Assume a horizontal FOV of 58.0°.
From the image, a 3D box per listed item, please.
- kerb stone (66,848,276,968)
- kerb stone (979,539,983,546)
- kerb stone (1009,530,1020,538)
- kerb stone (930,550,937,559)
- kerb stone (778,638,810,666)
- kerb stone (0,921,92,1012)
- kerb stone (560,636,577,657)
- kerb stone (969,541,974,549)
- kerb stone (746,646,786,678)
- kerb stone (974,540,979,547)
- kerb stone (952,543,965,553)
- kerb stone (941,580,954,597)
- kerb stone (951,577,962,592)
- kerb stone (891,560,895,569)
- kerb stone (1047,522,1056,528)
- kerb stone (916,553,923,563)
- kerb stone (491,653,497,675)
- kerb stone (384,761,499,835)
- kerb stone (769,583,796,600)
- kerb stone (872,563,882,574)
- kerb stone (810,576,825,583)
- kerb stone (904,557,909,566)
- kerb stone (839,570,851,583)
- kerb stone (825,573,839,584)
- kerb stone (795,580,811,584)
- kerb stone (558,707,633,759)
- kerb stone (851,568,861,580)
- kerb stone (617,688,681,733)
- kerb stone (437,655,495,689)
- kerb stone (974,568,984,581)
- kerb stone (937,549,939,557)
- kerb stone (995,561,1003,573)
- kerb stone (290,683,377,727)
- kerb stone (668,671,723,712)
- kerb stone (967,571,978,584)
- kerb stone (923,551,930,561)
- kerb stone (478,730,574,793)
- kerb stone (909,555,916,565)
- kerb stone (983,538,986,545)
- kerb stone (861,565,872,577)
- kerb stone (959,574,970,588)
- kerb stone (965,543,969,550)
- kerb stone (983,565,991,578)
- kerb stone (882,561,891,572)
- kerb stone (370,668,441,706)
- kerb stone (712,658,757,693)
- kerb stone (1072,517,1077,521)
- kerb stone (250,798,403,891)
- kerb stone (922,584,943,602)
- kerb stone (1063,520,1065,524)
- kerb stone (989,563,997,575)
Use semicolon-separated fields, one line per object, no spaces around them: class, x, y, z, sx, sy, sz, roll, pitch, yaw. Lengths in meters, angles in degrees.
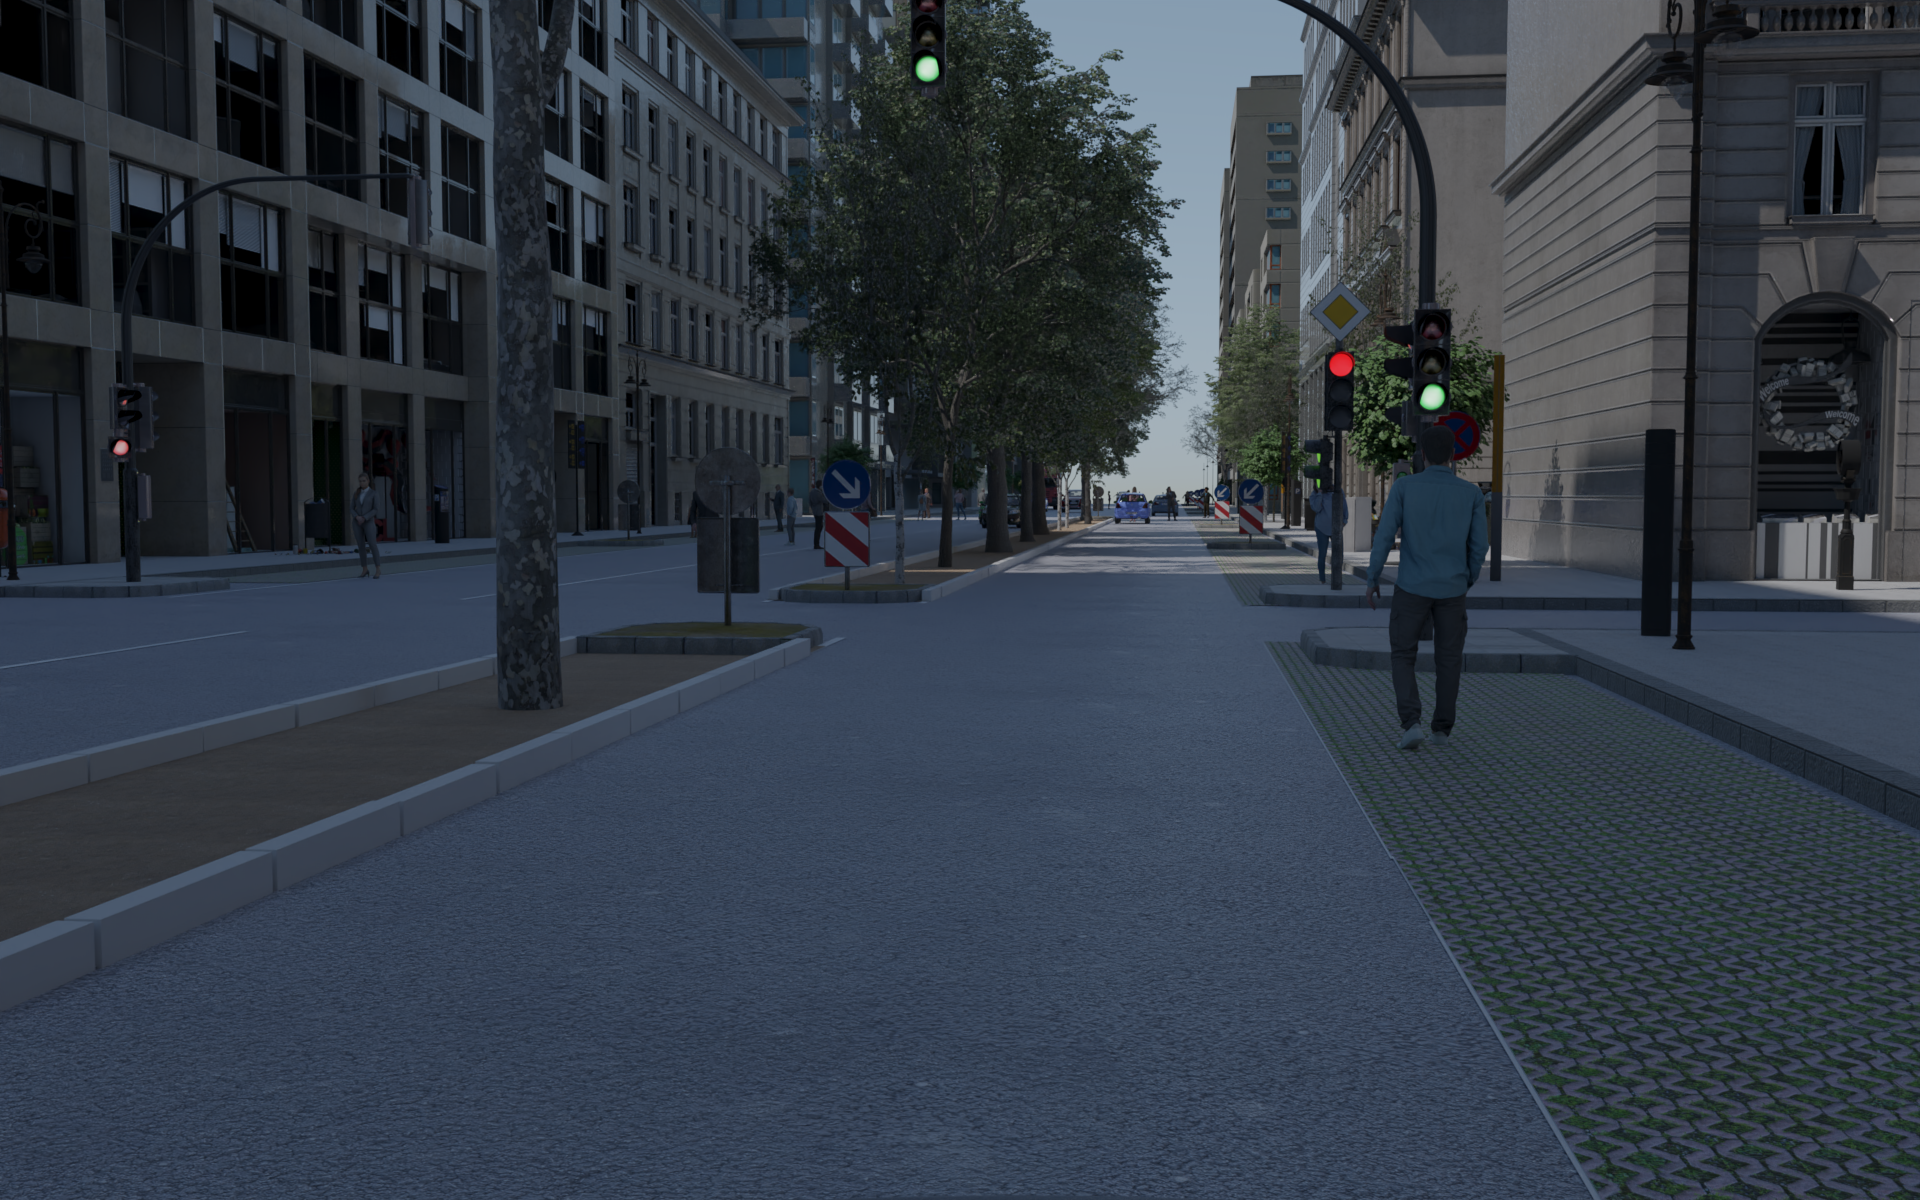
kerb stone;-2.590;1.008;5.732;0.120;0.150;1.000;0;4;7
kerb stone;0.438;-1.525;47.223;0.120;0.150;1.000;0;4;7
kerb stone;1.831;-2.217;58.438;0.120;0.150;1.000;0;4;7
kerb stone;-0.693;-0.971;38.078;0.120;0.150;1.000;0;4;7
kerb stone;-1.451;0.446;14.902;0.120;0.150;1.000;0;4;7
kerb stone;-2.722;1.071;4.718;0.120;0.150;1.000;0;4;7
kerb stone;-3.528;0.433;15.157;0.120;0.150;1.000;0;4;7
kerb stone;0.190;-1.403;45.190;0.120;0.150;1.000;0;4;7
kerb stone;-1.583;0.508;13.885;0.120;0.150;1.000;0;4;7
kerb stone;0.315;-1.465;46.209;0.120;0.150;1.000;0;4;7
kerb stone;-0.066;-1.279;43.152;0.120;0.150;1.000;0;4;7
kerb stone;-0.248;-0.144;24.554;0.120;0.150;1.000;0;4;7
kerb stone;-0.122;-0.206;25.568;0.120;0.150;1.000;0;4;7
kerb stone;-1.332;-0.659;32.982;0.120;0.150;1.000;0;4;7
kerb stone;3.975;-3.272;75.718;0.120;0.150;1.000;0;4;7
kerb stone;-0.948;-0.843;36.040;0.120;0.150;1.000;0;4;7
kerb stone;-3.661;0.495;14.143;0.120;0.150;1.000;0;4;7
kerb stone;-2.331;0.888;7.767;0.120;0.150;1.000;0;4;7
kerb stone;-2.456;-0.094;23.818;0.120;0.150;1.000;0;4;7
kerb stone;-1.584;-0.534;30.946;0.120;0.150;1.000;0;4;7
kerb stone;-2.213;-0.224;25.858;0.120;0.150;1.000;0;4;7
kerb stone;-1.197;-0.718;34.007;0.120;0.150;1.000;0;4;7
kerb stone;-1.956;-0.348;27.890;0.120;0.150;1.000;0;4;7
kerb stone;-2.076;-0.286;26.873;0.120;0.150;1.000;0;4;7
kerb stone;-2.335;-0.162;24.838;0.120;0.150;1.000;0;4;7
kerb stone;-2.084;0.757;9.817;0.120;0.150;1.000;0;4;7
kerb stone;-1.838;-0.410;28.905;0.120;0.150;1.000;0;4;7
kerb stone;-1.961;0.695;10.832;0.120;0.150;1.000;0;4;7
kerb stone;-3.792;0.560;13.117;0.120;0.150;1.000;0;4;7
kerb stone;0.241;-0.392;28.612;0.120;0.150;1.000;0;4;7
kerb stone;-0.575;-1.033;39.094;0.120;0.150;1.000;0;4;7
kerb stone;0.629;-0.576;31.663;0.120;0.150;1.000;0;4;7
kerb stone;-4.036;0.680;11.081;0.120;0.150;1.000;0;4;7
kerb stone;-1.831;0.633;11.846;0.120;0.150;1.000;0;4;7
kerb stone;0.125;-0.330;27.597;0.120;0.150;1.000;0;4;7
kerb stone;-0.820;-0.909;37.064;0.120;0.150;1.000;0;4;7
kerb stone;-2.204;0.819;8.798;0.120;0.150;1.000;0;4;7
kerb stone;-1.074;-0.784;35.026;0.120;0.150;1.000;0;4;7
kerb stone;0.567;-1.593;48.242;0.120;0.150;1.000;0;4;7
kerb stone;-1.709;-0.473;29.925;0.120;0.150;1.000;0;4;7
kerb stone;-0.003;-0.265;26.583;0.120;0.150;1.000;0;4;7
kerb stone;0.056;-1.340;44.177;0.120;0.150;1.000;0;4;7
kerb stone;0.369;-0.455;29.636;0.120;0.150;1.000;0;4;7
kerb stone;-1.460;-0.597;31.961;0.120;0.150;1.000;0;4;7
kerb stone;-3.915;0.618;12.098;0.120;0.150;1.000;0;4;7
kerb stone;-1.708;0.571;12.861;0.120;0.150;1.000;0;4;7
kerb stone;5.989;-4.269;91.992;0.120;0.150;1.000;0;4;7
kerb stone;-2.460;0.945;6.748;0.120;0.150;1.000;0;4;7
kerb stone;-0.385;-0.082;23.540;0.120;0.150;1.000;0;4;7
kerb stone;4.728;-3.642;81.818;0.120;0.150;1.000;0;4;7
kerb stone;0.507;-0.517;30.648;0.120;0.150;1.000;0;4;7
